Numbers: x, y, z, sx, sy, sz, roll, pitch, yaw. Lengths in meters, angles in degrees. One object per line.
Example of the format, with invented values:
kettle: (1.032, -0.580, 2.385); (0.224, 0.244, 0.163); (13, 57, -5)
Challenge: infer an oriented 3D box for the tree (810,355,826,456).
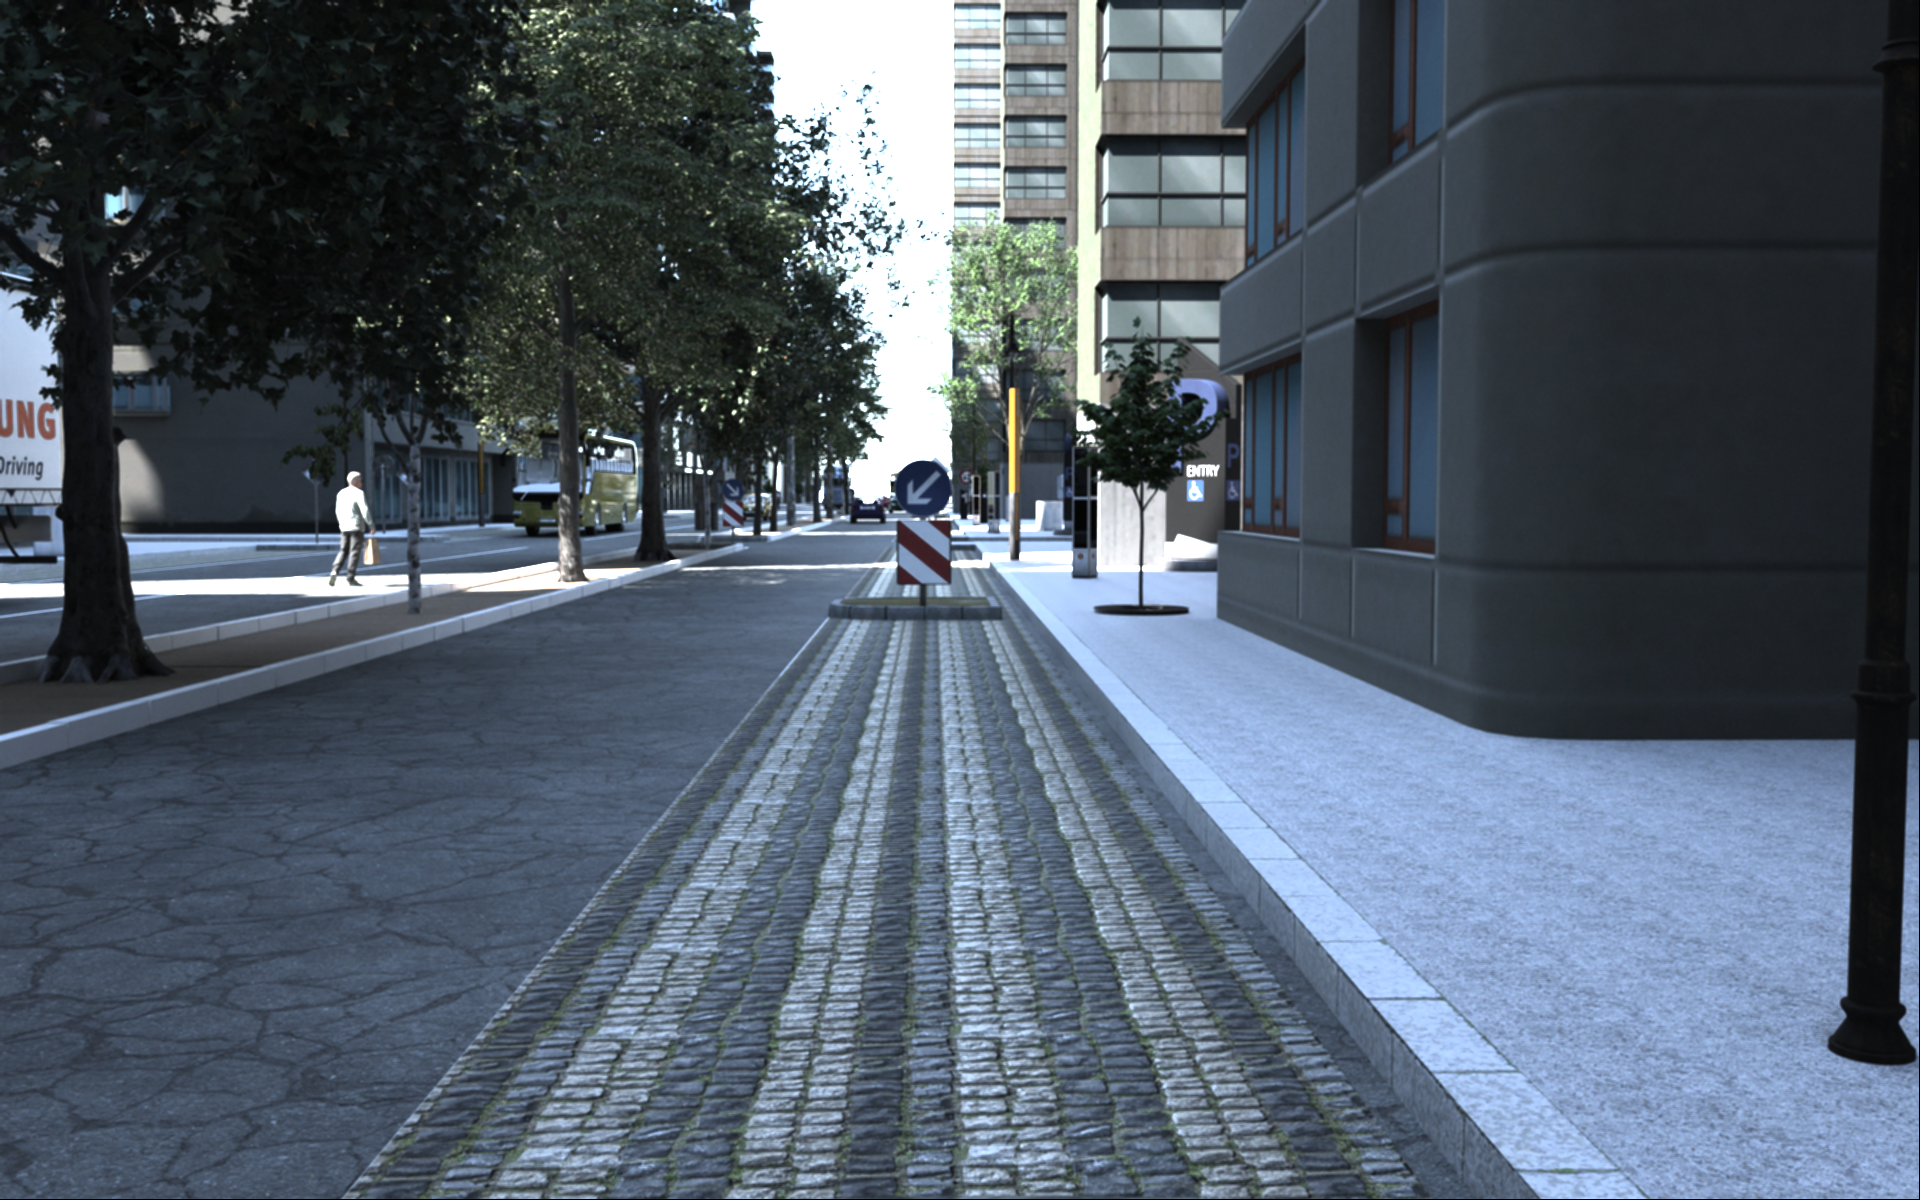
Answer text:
tree: (-7.944, -11.679, 119.170); (9.928, 11.665, 9.643); (0, 3, 0)

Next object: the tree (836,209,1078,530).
tree: (2.065, -8.359, 62.423); (9.928, 11.665, 9.643); (0, 3, 0)

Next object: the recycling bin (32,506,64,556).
recycling bin: (-18.738, -1.427, 35.885); (0.722, 1.027, 0.722); (-1, 4, -17)

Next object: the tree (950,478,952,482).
tree: (-0.619, -10.594, 167.814); (1.663, 3.219, 1.824); (0, 3, 0)

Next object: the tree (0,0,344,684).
tree: (-6.707, -5.721, 13.003); (9.611, 12.733, 9.660); (0, 3, 0)

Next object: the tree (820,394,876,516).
tree: (-8.060, -10.622, 126.491); (4.360, 8.622, 3.978); (0, 3, 0)

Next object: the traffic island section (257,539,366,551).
traffic island section: (-16.698, -1.386, 44.934); (2.009, 0.180, 2.903); (0, 4, -1)

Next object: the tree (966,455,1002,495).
tree: (1.111, -5.520, 84.858); (1.663, 3.219, 1.824); (0, 3, 0)

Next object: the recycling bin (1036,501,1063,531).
recycling bin: (3.144, -2.944, 60.681); (0.722, 1.027, 0.722); (-2, 4, -24)

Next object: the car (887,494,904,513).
car: (-4.488, -7.364, 132.194); (2.131, 1.459, 4.920); (0, 4, -1)

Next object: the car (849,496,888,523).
car: (-4.539, -4.473, 85.720); (1.945, 1.354, 3.894); (0, 4, -2)

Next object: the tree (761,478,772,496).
tree: (-21.096, -12.006, 190.895); (1.663, 3.219, 1.824); (0, 3, 0)

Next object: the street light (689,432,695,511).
street light: (-20.044, -9.587, 129.542); (0.468, 5.910, 1.993); (0, 4, -1)

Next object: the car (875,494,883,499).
car: (-12.727, -15.935, 272.539); (2.014, 1.417, 4.499); (0, 4, -2)

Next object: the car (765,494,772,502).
car: (-14.357, -6.926, 123.463); (2.015, 1.641, 3.980); (0, 4, 1)

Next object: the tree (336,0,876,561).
tree: (-6.598, -7.174, 36.761); (9.611, 12.733, 9.660); (0, 3, 0)

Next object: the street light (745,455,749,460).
street light: (-20.763, -12.036, 169.573); (0.468, 5.910, 1.993); (0, 4, -1)

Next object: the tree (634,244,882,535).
tree: (-7.109, -7.845, 65.137); (8.767, 10.594, 7.601); (0, 4, -1)

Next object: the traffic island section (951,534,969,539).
traffic island section: (-0.740, -1.890, 53.175); (2.009, 0.180, 2.903); (0, 4, -1)

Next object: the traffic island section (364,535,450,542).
traffic island section: (-16.829, -1.874, 52.918); (2.009, 0.180, 2.903); (0, 4, -1)

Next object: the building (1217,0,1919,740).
building: (16.723, -9.668, 3.109); (27.650, 21.520, 28.899); (0, 4, -1)

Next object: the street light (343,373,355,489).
street light: (-18.886, -4.920, 53.238); (0.468, 5.910, 1.993); (0, 4, -1)

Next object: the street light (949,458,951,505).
street light: (-1.204, -14.162, 204.329); (0.468, 5.910, 1.993); (0, 4, -1)

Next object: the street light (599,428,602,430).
street light: (-19.536, -7.369, 93.270); (0.468, 5.910, 1.993); (0, 4, -1)

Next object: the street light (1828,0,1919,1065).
street light: (2.093, -1.897, 3.798); (0.468, 5.910, 1.993); (0, 4, -1)

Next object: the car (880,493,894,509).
car: (-5.841, -8.416, 146.635); (2.155, 1.783, 4.494); (0, 4, -2)

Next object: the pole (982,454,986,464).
pole: (1.202, -5.722, 87.395); (0.158, 3.312, 0.155); (0, 3, 0)

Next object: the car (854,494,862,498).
car: (-12.931, -12.705, 216.525); (1.959, 1.807, 4.718); (0, 4, -2)

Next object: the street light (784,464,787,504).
street light: (-21.441, -14.725, 213.534); (0.468, 5.910, 1.993); (0, 4, -1)

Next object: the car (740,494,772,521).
car: (-11.150, -5.120, 93.927); (2.015, 1.641, 3.980); (0, 3, 0)

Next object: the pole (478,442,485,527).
pole: (-18.753, -4.526, 67.836); (0.158, 3.312, 0.155); (0, 3, 0)

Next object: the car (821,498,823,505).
car: (-16.744, -12.763, 221.262); (1.945, 1.354, 3.894); (0, 4, 1)

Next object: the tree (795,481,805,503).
tree: (-21.978, -14.899, 238.203); (1.663, 3.219, 1.824); (0, 3, 0)

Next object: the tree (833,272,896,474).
tree: (-7.108, -10.162, 86.737); (7.486, 12.596, 7.792); (0, 3, 0)

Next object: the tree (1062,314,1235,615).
tree: (1.926, -1.483, 18.847); (1.663, 3.219, 1.824); (0, 3, 0)

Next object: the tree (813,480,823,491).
tree: (-23.709, -18.403, 284.595); (4.285, 4.588, 4.351); (0, 3, 0)

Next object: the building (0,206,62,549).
building: (-34.906, -25.166, 31.079); (30.456, 49.044, 23.786); (0, 4, -1)

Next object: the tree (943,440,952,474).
tree: (-0.113, -16.252, 216.086); (4.360, 8.622, 3.978); (0, 3, 0)

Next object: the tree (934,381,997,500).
tree: (0.562, -9.769, 110.089); (4.737, 8.622, 4.395); (0, 3, 0)

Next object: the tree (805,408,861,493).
tree: (-8.011, -9.454, 107.389); (4.737, 8.622, 4.395); (0, 3, 0)

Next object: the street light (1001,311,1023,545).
street light: (1.308, -4.345, 43.827); (0.468, 5.910, 1.993); (0, 4, -1)

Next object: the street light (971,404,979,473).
street light: (0.712, -7.037, 87.841); (0.468, 5.910, 1.993); (0, 4, -1)

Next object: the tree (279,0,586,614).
tree: (-6.544, -4.148, 20.632); (4.737, 8.622, 4.395); (0, 3, 0)

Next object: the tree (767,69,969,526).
tree: (-6.351, -13.336, 76.387); (12.611, 20.169, 13.585); (0, 3, 0)

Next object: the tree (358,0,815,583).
tree: (-6.180, -6.524, 27.248); (7.486, 12.596, 7.792); (0, 3, 0)

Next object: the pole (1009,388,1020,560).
pole: (1.062, -2.429, 33.550); (0.158, 3.312, 0.155); (0, 3, 0)

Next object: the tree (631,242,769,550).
tree: (-6.451, -5.574, 43.961); (4.360, 8.622, 3.978); (0, 3, 0)

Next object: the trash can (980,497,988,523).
trash can: (0.993, -3.924, 75.815); (0.748, 1.137, 0.748); (0, 3, 0)

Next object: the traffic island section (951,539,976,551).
traffic island section: (-0.609, -1.401, 45.191); (2.009, 0.180, 2.903); (0, 4, -1)
